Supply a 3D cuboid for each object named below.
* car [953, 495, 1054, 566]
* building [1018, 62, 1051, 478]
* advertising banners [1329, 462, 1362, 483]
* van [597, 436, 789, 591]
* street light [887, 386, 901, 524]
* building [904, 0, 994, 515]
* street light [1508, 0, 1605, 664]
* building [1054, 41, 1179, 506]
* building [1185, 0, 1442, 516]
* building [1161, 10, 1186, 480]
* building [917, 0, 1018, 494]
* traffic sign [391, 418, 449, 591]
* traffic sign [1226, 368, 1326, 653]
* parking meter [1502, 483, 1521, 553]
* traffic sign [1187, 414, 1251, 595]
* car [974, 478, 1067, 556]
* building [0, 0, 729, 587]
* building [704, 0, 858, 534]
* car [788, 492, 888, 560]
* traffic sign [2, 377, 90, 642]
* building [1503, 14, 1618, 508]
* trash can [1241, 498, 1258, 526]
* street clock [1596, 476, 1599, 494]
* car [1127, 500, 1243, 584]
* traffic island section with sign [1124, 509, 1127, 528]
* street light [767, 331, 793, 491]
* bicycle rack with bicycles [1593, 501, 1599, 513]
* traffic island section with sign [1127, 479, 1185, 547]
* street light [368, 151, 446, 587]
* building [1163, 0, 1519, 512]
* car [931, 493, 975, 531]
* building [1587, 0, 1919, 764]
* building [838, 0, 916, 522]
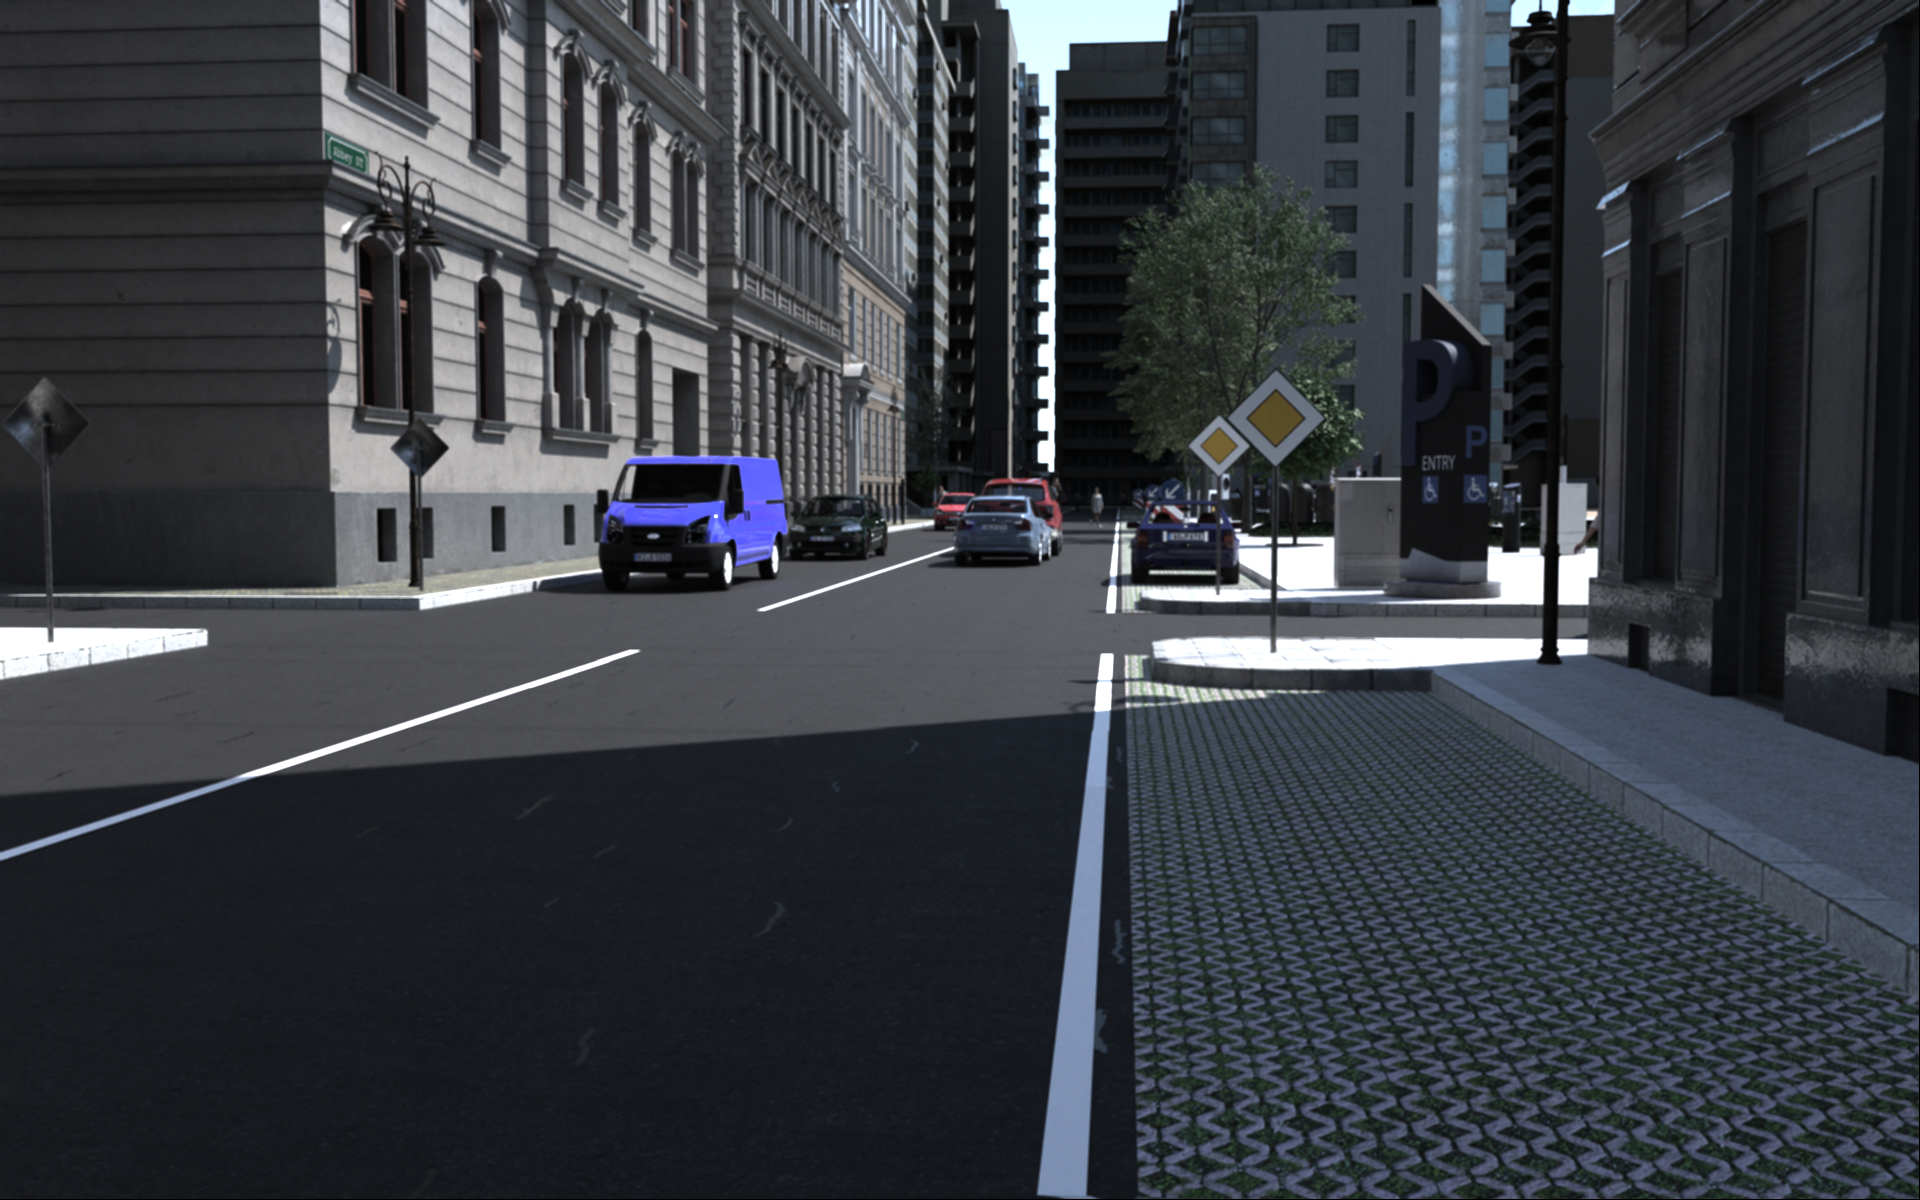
[{"bbox_3d":[0.918,-1.474,36.105,2.014,1.417,4.499,0,4,7],"label":"car"},{"bbox_3d":[-5.117,-35.085,193.246,30.456,49.044,23.786,0,4,5],"label":"building"},{"bbox_3d":[19.449,-5.540,86.774,2.074,3.025,0.090,1,4,10],"label":"advertising banners"},{"bbox_3d":[-4.175,-1.416,27.544,2.240,2.365,5.245,0,4,6],"label":"van"},{"bbox_3d":[-2.808,-6.199,74.146,0.468,5.910,1.993,0,4,5],"label":"street light"},{"bbox_3d":[-13.727,-27.205,136.676,32.217,40.220,23.993,0,4,5],"label":"building"},{"bbox_3d":[4.466,-2.456,12.944,0.468,5.910,1.993,0,4,5],"label":"street light"},{"bbox_3d":[21.297,-34.618,189.701,21.600,48.544,21.300,0,4,5],"label":"building"},{"bbox_3d":[20.734,-20.381,104.939,14.160,30.474,14.107,0,4,5],"label":"building"},{"bbox_3d":[29.503,-30.689,156.388,22.147,44.769,28.867,0,4,5],"label":"building"},{"bbox_3d":[-5.652,-32.976,162.864,21.600,48.544,21.300,0,4,5],"label":"building"},{"bbox_3d":[-7.131,-1.177,22.879,0.795,2.450,0.064,0,4,5],"label":"traffic sign"},{"bbox_3d":[2.532,-0.630,13.950,0.795,2.450,0.064,0,4,5],"label":"traffic sign"},{"bbox_3d":[12.128,-1.814,38.074,0.372,1.533,0.369,0,3,0],"label":"parking meter"},{"bbox_3d":[3.267,-1.117,21.901,0.795,2.450,0.064,0,4,5],"label":"traffic sign"},{"bbox_3d":[1.419,-2.022,41.740,2.281,1.827,5.304,0,4,4],"label":"car"},{"bbox_3d":[-13.736,-15.118,34.562,14.401,28.519,23.554,0,4,5],"label":"building"},{"bbox_3d":[-10.101,-13.929,56.613,11.050,23.489,19.941,0,4,5],"label":"building"},{"bbox_3d":[-2.716,-1.786,38.993,2.009,1.686,4.222,0,4,6],"label":"car"},{"bbox_3d":[-7.866,-0.690,14.928,0.795,2.450,0.064,0,4,5],"label":"traffic sign"},{"bbox_3d":[55.888,-31.225,160.647,14.200,45.320,14.600,0,4,5],"label":"building"},{"bbox_3d":[11.606,-3.542,69.566,0.748,1.137,0.748,0,3,0],"label":"trash can"},{"bbox_3d":[23.049,-3.519,62.100,0.471,2.002,0.358,2,4,25],"label":"street clock"},{"bbox_3d":[3.743,-0.995,28.851,1.945,1.354,3.894,0,4,7],"label":"car"},{"bbox_3d":[8.071,-3.968,73.510,1.989,1.847,2.006,0,4,5],"label":"traffic island section with sign"},{"bbox_3d":[-5.104,-4.682,49.336,0.468,5.910,1.993,0,4,5],"label":"street light"},{"bbox_3d":[30.533,-4.358,84.636,2.852,0.926,2.925,1,4,15],"label":"bicycle rack with bicycles"},{"bbox_3d":[5.570,-2.314,46.470,1.989,1.847,2.006,0,4,5],"label":"traffic island section with sign"},{"bbox_3d":[-7.561,-3.123,23.847,0.468,5.910,1.993,0,4,5],"label":"street light"},{"bbox_3d":[27.164,-31.017,126.741,23.786,49.044,30.456,0,4,5],"label":"building"},{"bbox_3d":[-0.034,-3.654,68.789,2.155,1.783,4.494,0,4,3],"label":"car"},{"bbox_3d":[8.872,-9.468,3.946,9.793,20.994,18.267,0,4,5],"label":"building"},{"bbox_3d":[-9.729,-17.773,76.495,13.634,28.700,20.117,0,4,5],"label":"building"}]
